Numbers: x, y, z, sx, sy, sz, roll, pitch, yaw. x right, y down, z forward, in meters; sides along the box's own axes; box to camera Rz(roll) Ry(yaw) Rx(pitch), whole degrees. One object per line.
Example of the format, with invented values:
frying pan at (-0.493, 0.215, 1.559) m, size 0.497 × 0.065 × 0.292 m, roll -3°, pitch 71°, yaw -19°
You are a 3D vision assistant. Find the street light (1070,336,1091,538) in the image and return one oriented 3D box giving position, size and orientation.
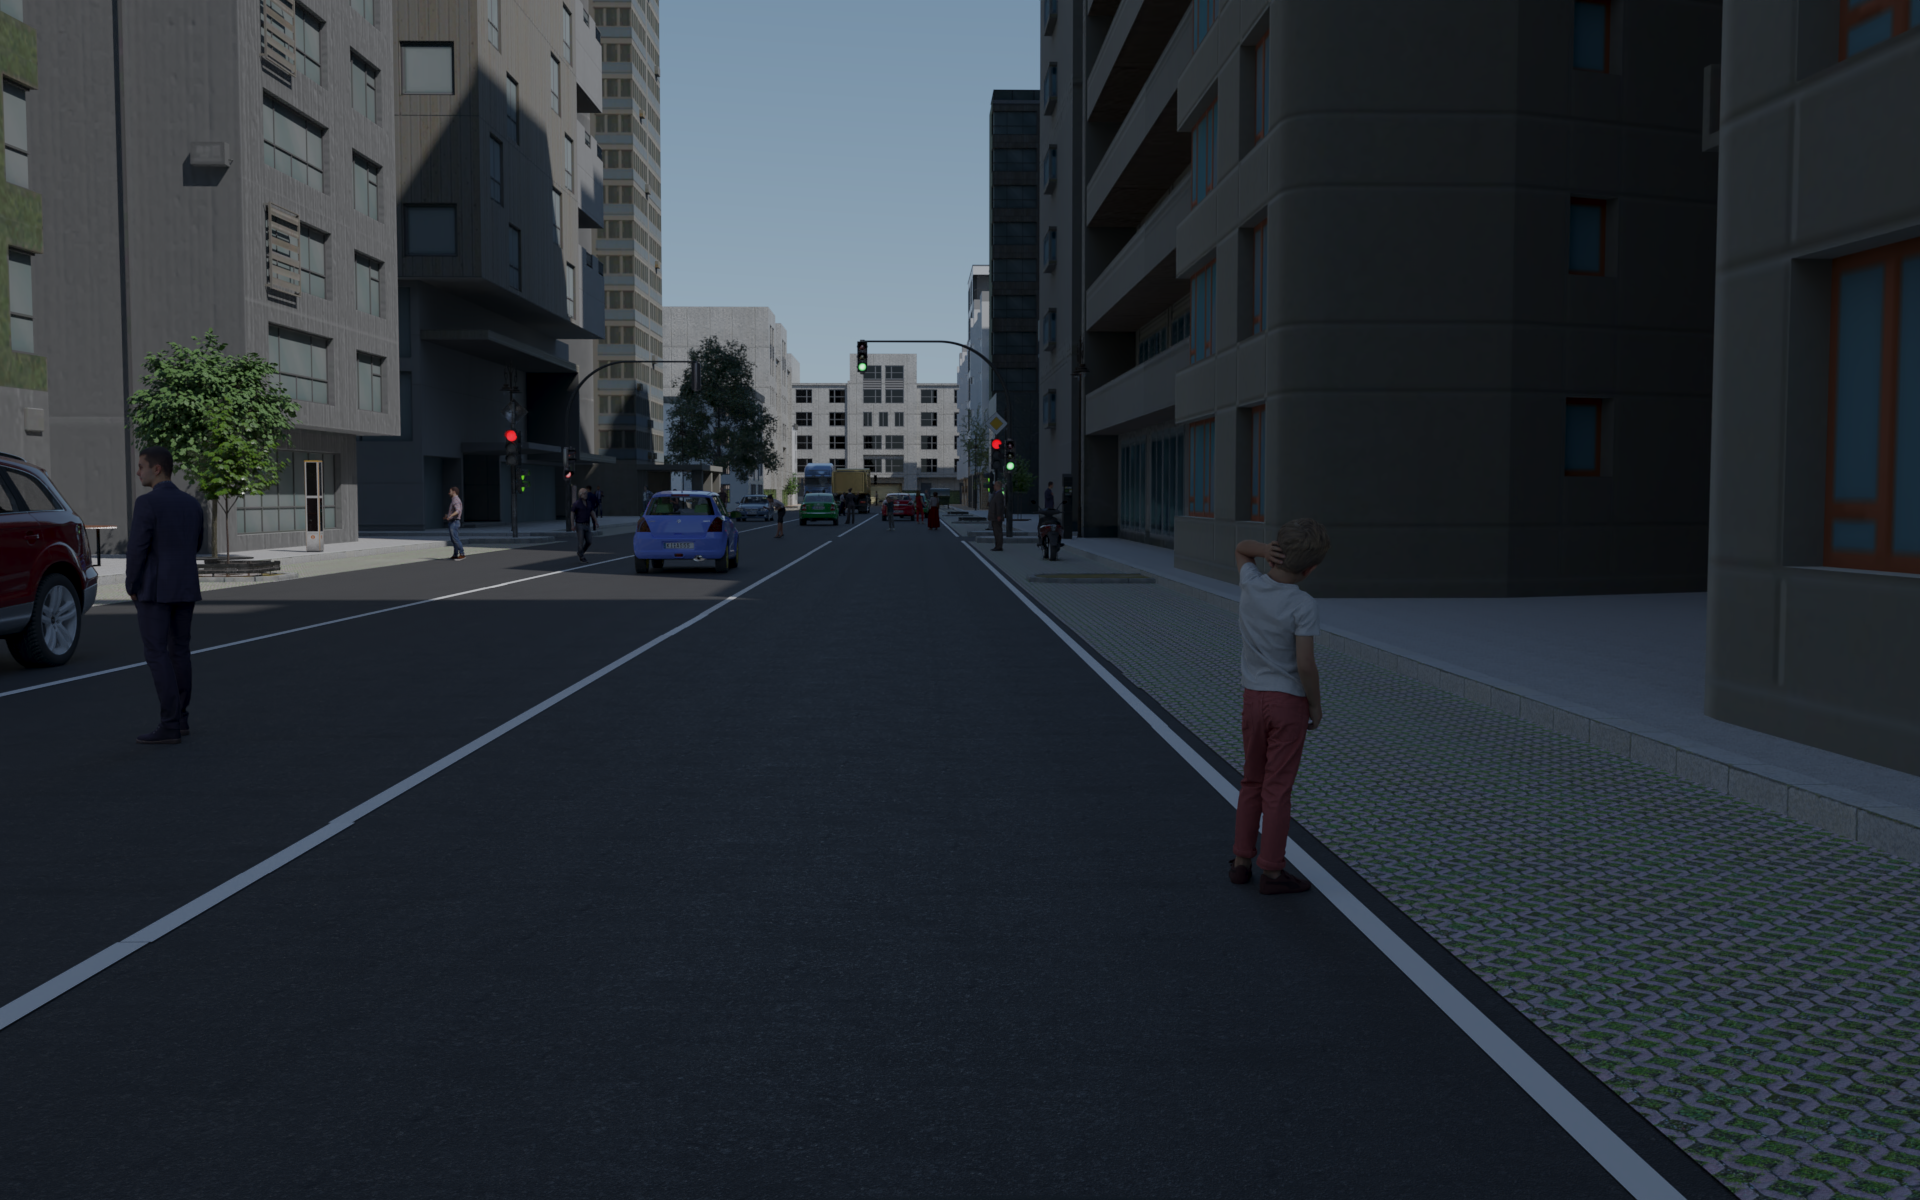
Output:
street light at (3.513, -4.767, 50.736) m, size 0.468 × 5.910 × 1.993 m, roll 0°, pitch 4°, yaw -2°

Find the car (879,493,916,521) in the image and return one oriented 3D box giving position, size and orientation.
car at (-3.336, -5.197, 94.010) m, size 2.155 × 1.783 × 4.494 m, roll 0°, pitch 4°, yaw -1°

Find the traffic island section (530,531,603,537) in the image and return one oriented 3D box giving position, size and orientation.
traffic island section at (-13.352, -2.249, 59.054) m, size 2.009 × 0.180 × 2.903 m, roll 0°, pitch 4°, yaw -2°

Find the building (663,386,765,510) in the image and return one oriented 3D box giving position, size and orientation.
building at (-21.298, -12.636, 148.748) m, size 9.099 × 9.664 × 28.070 m, roll 0°, pitch 4°, yaw -2°

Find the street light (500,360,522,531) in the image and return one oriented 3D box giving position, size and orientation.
street light at (-15.479, -5.324, 59.832) m, size 0.468 × 5.910 × 1.993 m, roll 0°, pitch 4°, yaw -2°

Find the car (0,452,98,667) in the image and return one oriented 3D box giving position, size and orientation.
car at (-8.457, -0.257, 12.867) m, size 2.281 × 1.827 × 5.304 m, roll 0°, pitch 4°, yaw -1°

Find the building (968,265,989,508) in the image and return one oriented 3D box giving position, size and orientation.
building at (14.622, -20.004, 171.044) m, size 27.936 × 21.610 × 32.646 m, roll 0°, pitch 4°, yaw -2°

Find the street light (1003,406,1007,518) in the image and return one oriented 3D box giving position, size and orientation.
street light at (2.400, -7.240, 91.157) m, size 0.468 × 5.910 × 1.993 m, roll 0°, pitch 4°, yaw -2°

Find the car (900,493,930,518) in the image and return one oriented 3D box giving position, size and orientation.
car at (-2.761, -5.858, 104.579) m, size 1.959 × 1.807 × 4.718 m, roll 0°, pitch 4°, yaw -2°

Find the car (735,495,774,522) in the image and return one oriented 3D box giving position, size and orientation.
car at (-10.843, -4.883, 91.832) m, size 2.014 × 1.417 × 4.499 m, roll 0°, pitch 4°, yaw -1°

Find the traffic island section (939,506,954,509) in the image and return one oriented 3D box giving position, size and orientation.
traffic island section at (-1.525, -8.463, 161.230) m, size 1.991 × 0.108 × 1.994 m, roll 0°, pitch 4°, yaw -2°

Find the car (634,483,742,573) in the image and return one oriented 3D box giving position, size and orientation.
car at (-5.114, -1.412, 32.670) m, size 1.945 × 1.707 × 3.694 m, roll 0°, pitch 4°, yaw -3°

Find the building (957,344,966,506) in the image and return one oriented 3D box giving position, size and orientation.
building at (8.015, -20.619, 193.545) m, size 16.016 × 20.091 × 11.380 m, roll 0°, pitch 4°, yaw -2°

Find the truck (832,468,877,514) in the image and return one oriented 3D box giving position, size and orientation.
truck at (-8.046, -8.175, 129.592) m, size 3.469 × 3.379 × 9.791 m, roll 0°, pitch 4°, yaw -1°

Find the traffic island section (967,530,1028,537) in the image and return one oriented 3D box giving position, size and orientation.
traffic island section at (1.264, -2.273, 59.447) m, size 2.009 × 0.180 × 2.903 m, roll 0°, pitch 4°, yaw -2°

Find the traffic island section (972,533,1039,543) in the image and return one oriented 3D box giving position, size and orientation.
traffic island section at (1.482, -1.785, 51.465) m, size 2.009 × 0.180 × 2.903 m, roll 0°, pitch 4°, yaw -2°

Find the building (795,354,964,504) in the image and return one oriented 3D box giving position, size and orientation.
building at (-14.079, -22.006, 226.260) m, size 31.486 × 18.905 × 16.747 m, roll 0°, pitch 4°, yaw -2°

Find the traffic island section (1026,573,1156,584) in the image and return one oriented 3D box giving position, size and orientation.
traffic island section at (2.107, -0.347, 28.542) m, size 1.991 × 0.108 × 1.994 m, roll 0°, pitch 4°, yaw -2°

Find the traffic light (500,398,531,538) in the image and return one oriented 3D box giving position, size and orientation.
traffic light at (-13.094, -3.793, 50.938) m, size 0.839 × 4.253 × 0.868 m, roll 0°, pitch 4°, yaw -2°

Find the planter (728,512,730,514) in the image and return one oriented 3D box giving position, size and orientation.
planter at (-14.444, -5.482, 110.774) m, size 1.991 × 0.319 × 1.994 m, roll 0°, pitch 4°, yaw -2°

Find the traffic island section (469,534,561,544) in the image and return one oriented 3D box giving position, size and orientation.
traffic island section at (-13.134, -1.761, 51.072) m, size 2.009 × 0.180 × 2.903 m, roll 0°, pitch 4°, yaw -2°

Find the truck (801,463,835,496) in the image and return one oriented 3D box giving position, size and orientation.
truck at (-12.379, -10.235, 157.094) m, size 2.967 × 4.110 × 18.799 m, roll 0°, pitch 4°, yaw -1°

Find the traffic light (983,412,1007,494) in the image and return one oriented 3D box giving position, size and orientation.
traffic light at (1.223, -4.307, 59.332) m, size 0.839 × 4.253 × 0.868 m, roll 0°, pitch 4°, yaw -2°

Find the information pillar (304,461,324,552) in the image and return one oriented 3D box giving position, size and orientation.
information pillar at (-14.239, -2.061, 38.184) m, size 0.304 × 2.012 × 0.304 m, roll 0°, pitch 4°, yaw -4°

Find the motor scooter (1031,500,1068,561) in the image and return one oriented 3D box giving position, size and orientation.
motor scooter at (1.947, -1.512, 37.503) m, size 0.815 × 1.314 × 1.986 m, roll 0°, pitch 4°, yaw -2°

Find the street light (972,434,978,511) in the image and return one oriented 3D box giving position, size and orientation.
street light at (1.212, -9.870, 134.155) m, size 0.468 × 5.910 × 1.993 m, roll 0°, pitch 4°, yaw -2°

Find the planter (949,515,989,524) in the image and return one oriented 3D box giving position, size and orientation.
planter at (0.571, -3.865, 84.324) m, size 1.991 × 0.319 × 1.994 m, roll 0°, pitch 4°, yaw -2°

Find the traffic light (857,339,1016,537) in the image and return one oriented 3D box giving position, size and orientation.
traffic light at (-0.647, -4.678, 51.152) m, size 4.771 × 5.953 × 1.251 m, roll 0°, pitch 4°, yaw -2°

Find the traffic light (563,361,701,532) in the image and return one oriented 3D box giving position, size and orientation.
traffic light at (-11.223, -5.159, 59.012) m, size 4.771 × 5.953 × 1.251 m, roll 0°, pitch 4°, yaw -2°

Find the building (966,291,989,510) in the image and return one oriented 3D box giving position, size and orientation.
building at (8.963, -17.892, 148.956) m, size 16.016 × 20.091 × 11.380 m, roll 0°, pitch 4°, yaw -2°

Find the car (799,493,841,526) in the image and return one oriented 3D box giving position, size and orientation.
car at (-6.520, -4.375, 80.327) m, size 1.959 × 1.807 × 4.718 m, roll 0°, pitch 4°, yaw -3°

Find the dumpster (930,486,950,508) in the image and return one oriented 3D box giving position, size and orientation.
dumpster at (-1.951, -10.113, 170.291) m, size 1.985 × 2.255 × 1.502 m, roll 0°, pitch 4°, yaw -1°

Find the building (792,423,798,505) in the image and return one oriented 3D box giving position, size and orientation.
building at (-33.598, -16.138, 205.999) m, size 28.070 × 9.664 × 9.099 m, roll 0°, pitch 4°, yaw -2°

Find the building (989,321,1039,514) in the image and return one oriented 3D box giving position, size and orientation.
building at (13.594, -48.346, 103.124) m, size 22.319 × 86.520 × 31.000 m, roll 0°, pitch 4°, yaw -2°

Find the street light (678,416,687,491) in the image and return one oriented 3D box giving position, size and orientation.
street light at (-16.535, -7.985, 103.347) m, size 0.468 × 5.910 × 1.993 m, roll 0°, pitch 4°, yaw -2°

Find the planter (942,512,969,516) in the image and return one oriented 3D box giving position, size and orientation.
planter at (-0.165, -5.524, 111.457) m, size 1.991 × 0.319 × 1.994 m, roll 0°, pitch 4°, yaw -2°

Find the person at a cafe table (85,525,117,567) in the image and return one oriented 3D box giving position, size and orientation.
person at a cafe table at (-16.079, -1.190, 30.314) m, size 1.698 × 1.238 × 1.726 m, roll 2°, pitch 4°, yaw 30°

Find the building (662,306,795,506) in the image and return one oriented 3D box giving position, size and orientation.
building at (-26.852, -19.121, 179.089) m, size 16.747 × 18.905 × 31.486 m, roll 0°, pitch 4°, yaw -2°
